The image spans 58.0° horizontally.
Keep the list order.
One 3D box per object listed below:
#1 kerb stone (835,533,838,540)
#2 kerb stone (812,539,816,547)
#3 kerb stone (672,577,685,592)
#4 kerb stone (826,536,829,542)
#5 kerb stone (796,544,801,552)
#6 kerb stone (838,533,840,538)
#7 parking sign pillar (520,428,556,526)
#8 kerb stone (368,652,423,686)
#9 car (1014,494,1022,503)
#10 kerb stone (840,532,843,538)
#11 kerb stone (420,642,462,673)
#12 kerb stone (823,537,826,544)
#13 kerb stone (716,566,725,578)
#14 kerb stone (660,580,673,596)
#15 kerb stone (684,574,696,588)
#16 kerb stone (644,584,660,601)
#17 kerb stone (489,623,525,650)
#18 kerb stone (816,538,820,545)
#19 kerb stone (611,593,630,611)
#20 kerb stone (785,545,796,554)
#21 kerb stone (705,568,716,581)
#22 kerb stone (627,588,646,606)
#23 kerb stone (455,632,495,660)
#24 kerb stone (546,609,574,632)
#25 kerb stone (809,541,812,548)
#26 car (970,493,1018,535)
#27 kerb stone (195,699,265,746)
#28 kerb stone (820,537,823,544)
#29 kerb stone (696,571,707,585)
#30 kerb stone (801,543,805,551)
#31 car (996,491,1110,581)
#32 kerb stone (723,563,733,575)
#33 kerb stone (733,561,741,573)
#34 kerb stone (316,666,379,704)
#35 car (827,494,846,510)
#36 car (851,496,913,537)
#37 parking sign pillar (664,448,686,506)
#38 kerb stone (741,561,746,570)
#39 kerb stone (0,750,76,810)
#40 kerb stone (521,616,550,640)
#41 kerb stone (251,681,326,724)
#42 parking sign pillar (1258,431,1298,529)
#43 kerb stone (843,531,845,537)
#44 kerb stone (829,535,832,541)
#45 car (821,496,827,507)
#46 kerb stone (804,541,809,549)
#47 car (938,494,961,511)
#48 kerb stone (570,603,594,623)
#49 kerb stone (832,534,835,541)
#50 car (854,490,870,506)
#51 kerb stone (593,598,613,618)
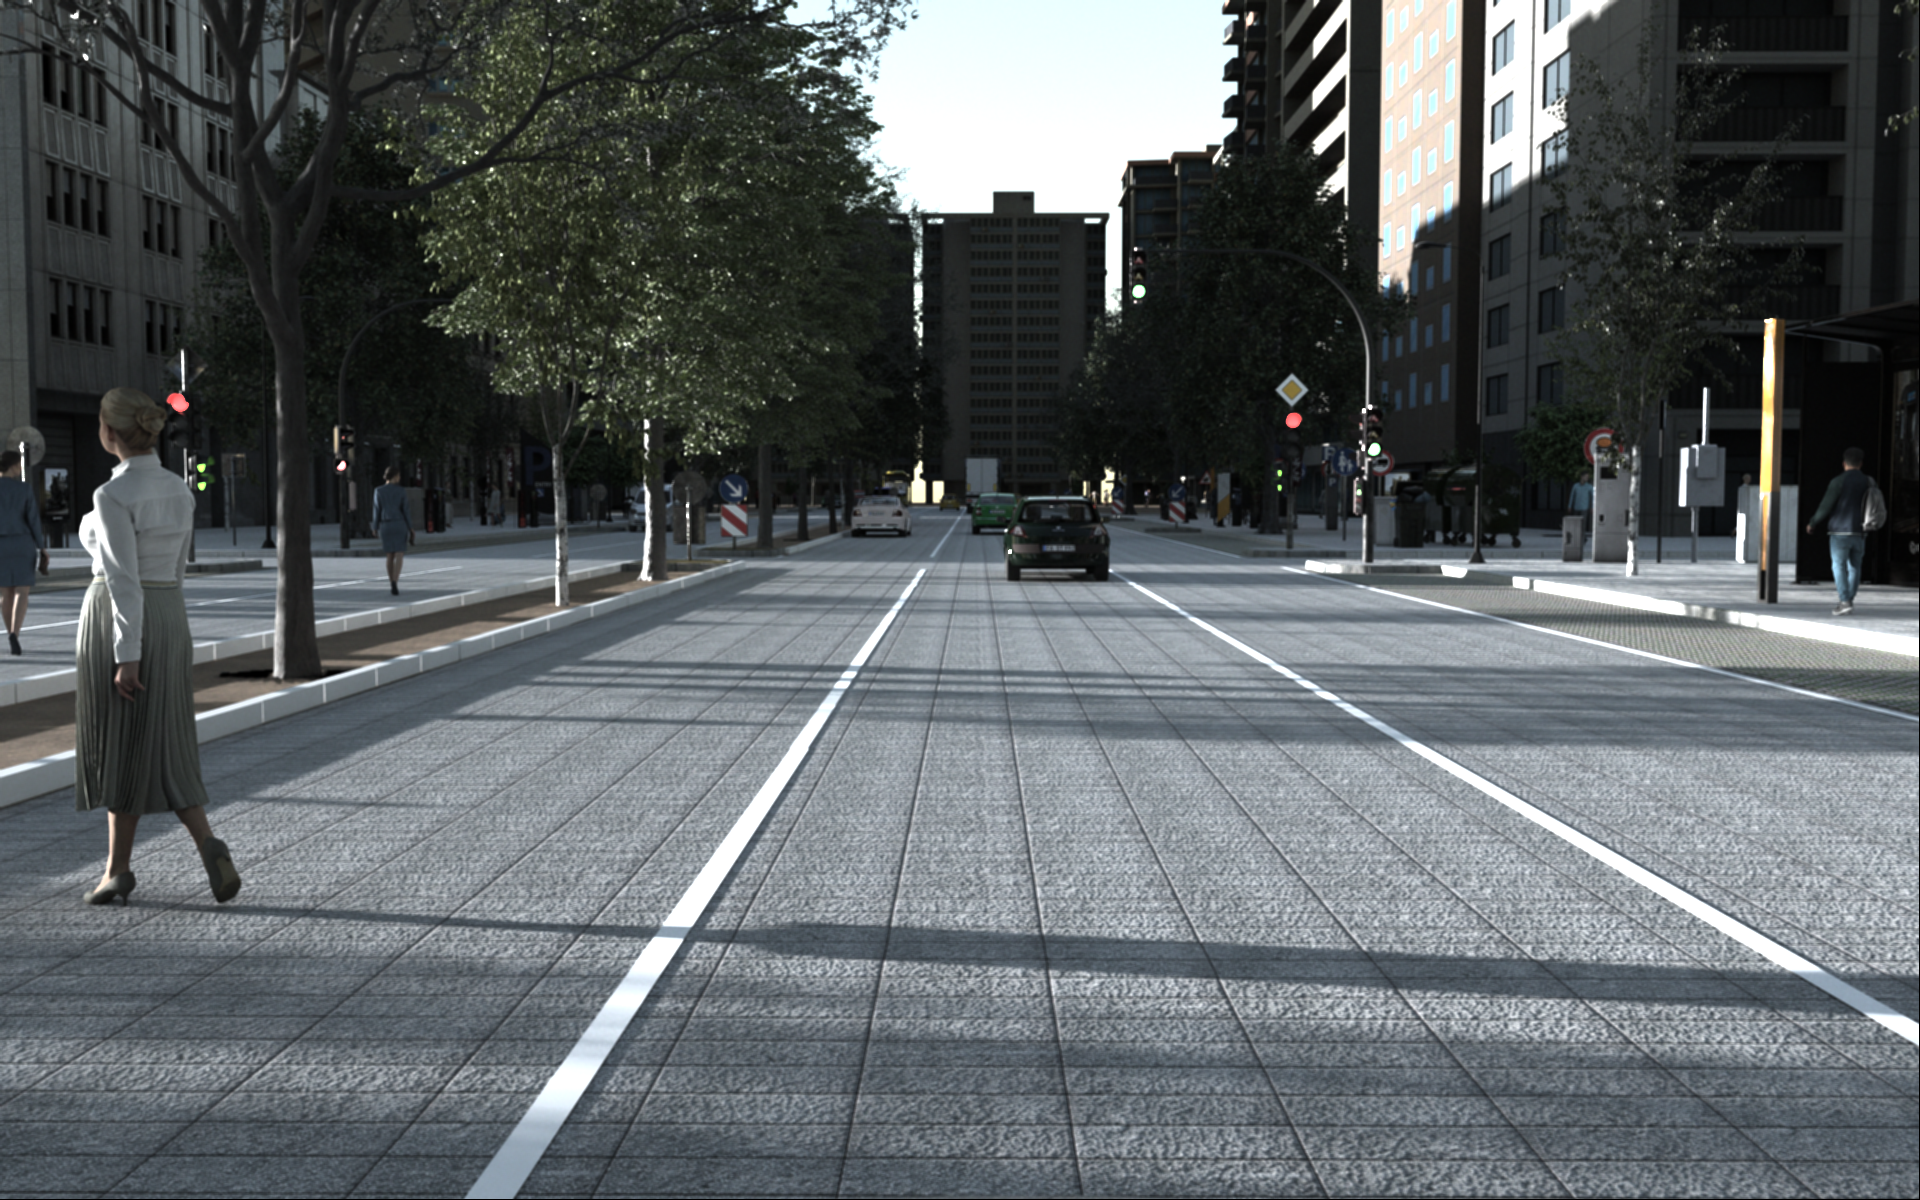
[{"bbox_3d":[-3.987,-1.937,53.864,0.120,0.150,1.000,0,4,1],"label":"kerb stone"},{"bbox_3d":[-4.054,-1.498,46.680,0.120,0.150,1.000,0,4,1],"label":"kerb stone"},{"bbox_3d":[-4.254,-0.205,25.605,0.120,0.150,1.000,0,4,1],"label":"kerb stone"},{"bbox_3d":[-4.014,-1.749,50.789,0.120,0.150,1.000,0,4,1],"label":"kerb stone"},{"bbox_3d":[-4.091,-1.242,42.565,0.120,0.150,1.000,0,4,1],"label":"kerb stone"},{"bbox_3d":[-3.978,-2.000,54.893,0.120,0.150,1.000,0,4,1],"label":"kerb stone"},{"bbox_3d":[-17.187,-5.019,70.535,1.447,3.967,1.447,-2,4,-31],"label":"parking sign pillar"},{"bbox_3d":[-4.366,0.544,13.308,0.120,0.150,1.000,0,4,1],"label":"kerb stone"},{"bbox_3d":[5.381,-9.834,171.017,2.015,1.641,3.980,0,4,-1],"label":"car"},{"bbox_3d":[-3.968,-2.063,55.920,0.120,0.150,1.000,0,4,1],"label":"kerb stone"},{"bbox_3d":[-4.353,0.486,14.330,0.120,0.150,1.000,0,4,1],"label":"kerb stone"},{"bbox_3d":[-4.019,-1.685,49.752,0.120,0.150,1.000,0,4,1],"label":"kerb stone"},{"bbox_3d":[-4.208,-0.459,29.692,0.120,0.150,1.000,0,4,1],"label":"kerb stone"},{"bbox_3d":[-4.253,-0.144,24.583,0.120,0.150,1.000,0,4,1],"label":"kerb stone"},{"bbox_3d":[-4.232,-0.271,26.627,0.120,0.150,1.000,0,4,1],"label":"kerb stone"},{"bbox_3d":[-4.267,-0.083,23.550,0.120,0.150,1.000,0,4,1],"label":"kerb stone"},{"bbox_3d":[-4.335,0.356,16.384,0.120,0.150,1.000,0,4,1],"label":"kerb stone"},{"bbox_3d":[-4.043,-1.559,47.702,0.120,0.150,1.000,0,4,1],"label":"kerb stone"},{"bbox_3d":[-4.287,0.049,21.494,0.120,0.150,1.000,0,4,1],"label":"kerb stone"},{"bbox_3d":[-4.101,-1.183,41.543,0.120,0.150,1.000,0,4,1],"label":"kerb stone"},{"bbox_3d":[-4.218,-0.396,28.670,0.120,0.150,1.000,0,4,1],"label":"kerb stone"},{"bbox_3d":[-4.276,-0.020,22.523,0.120,0.150,1.000,0,4,1],"label":"kerb stone"},{"bbox_3d":[-4.340,0.421,15.352,0.120,0.150,1.000,0,4,1],"label":"kerb stone"},{"bbox_3d":[-4.311,0.231,18.428,0.120,0.150,1.000,0,4,1],"label":"kerb stone"},{"bbox_3d":[-4.062,-1.435,45.654,0.120,0.150,1.000,0,4,1],"label":"kerb stone"},{"bbox_3d":[1.344,-3.294,62.649,1.959,1.807,4.718,0,4,1],"label":"car"},{"bbox_3d":[-4.391,0.733,10.242,0.120,0.150,1.000,0,4,1],"label":"kerb stone"},{"bbox_3d":[-4.031,-1.623,48.728,0.120,0.150,1.000,0,4,1],"label":"kerb stone"},{"bbox_3d":[-4.224,-0.330,27.649,0.120,0.150,1.000,0,4,1],"label":"kerb stone"},{"bbox_3d":[-4.071,-1.302,43.596,0.120,0.150,1.000,0,4,1],"label":"kerb stone"},{"bbox_3d":[1.632,-1.233,29.950,2.009,1.686,4.222,0,4,1],"label":"car"},{"bbox_3d":[-4.202,-0.521,30.719,0.120,0.150,1.000,0,4,1],"label":"kerb stone"},{"bbox_3d":[-4.187,-0.583,31.745,0.120,0.150,1.000,0,4,1],"label":"kerb stone"},{"bbox_3d":[-4.375,0.609,12.287,0.120,0.150,1.000,0,4,1],"label":"kerb stone"},{"bbox_3d":[-10.737,-8.809,153.812,2.009,1.686,4.222,0,4,2],"label":"car"},{"bbox_3d":[-2.665,-2.853,59.005,2.083,1.381,4.827,0,4,1],"label":"car"},{"bbox_3d":[-16.733,-6.917,101.570,1.447,3.967,1.447,-3,4,-39],"label":"parking sign pillar"},{"bbox_3d":[-4.177,-0.647,32.767,0.120,0.150,1.000,0,4,1],"label":"kerb stone"},{"bbox_3d":[-4.411,0.860,8.198,0.120,0.150,1.000,0,4,1],"label":"kerb stone"},{"bbox_3d":[-4.326,0.295,17.406,0.120,0.150,1.000,0,4,1],"label":"kerb stone"},{"bbox_3d":[-4.386,0.669,11.264,0.120,0.150,1.000,0,4,1],"label":"kerb stone"},{"bbox_3d":[11.672,-4.587,63.467,1.447,3.967,1.447,-1,4,-18],"label":"parking sign pillar"},{"bbox_3d":[-3.954,-2.122,56.942,0.120,0.150,1.000,0,4,1],"label":"kerb stone"},{"bbox_3d":[-4.008,-1.811,51.811,0.120,0.150,1.000,0,4,1],"label":"kerb stone"},{"bbox_3d":[-13.088,-10.244,176.284,1.959,1.807,4.718,0,4,0],"label":"car"},{"bbox_3d":[-4.064,-1.372,44.622,0.120,0.150,1.000,0,4,1],"label":"kerb stone"},{"bbox_3d":[-0.899,-8.558,150.143,2.015,1.641,3.980,0,4,-1],"label":"car"},{"bbox_3d":[-4.308,0.168,19.450,0.120,0.150,1.000,0,4,1],"label":"kerb stone"},{"bbox_3d":[-3.995,-1.871,52.837,0.120,0.150,1.000,0,4,1],"label":"kerb stone"},{"bbox_3d":[-10.297,-10.438,179.341,2.281,1.827,5.304,0,4,-1],"label":"car"},{"bbox_3d":[-4.292,0.110,20.472,0.120,0.150,1.000,0,4,1],"label":"kerb stone"}]
